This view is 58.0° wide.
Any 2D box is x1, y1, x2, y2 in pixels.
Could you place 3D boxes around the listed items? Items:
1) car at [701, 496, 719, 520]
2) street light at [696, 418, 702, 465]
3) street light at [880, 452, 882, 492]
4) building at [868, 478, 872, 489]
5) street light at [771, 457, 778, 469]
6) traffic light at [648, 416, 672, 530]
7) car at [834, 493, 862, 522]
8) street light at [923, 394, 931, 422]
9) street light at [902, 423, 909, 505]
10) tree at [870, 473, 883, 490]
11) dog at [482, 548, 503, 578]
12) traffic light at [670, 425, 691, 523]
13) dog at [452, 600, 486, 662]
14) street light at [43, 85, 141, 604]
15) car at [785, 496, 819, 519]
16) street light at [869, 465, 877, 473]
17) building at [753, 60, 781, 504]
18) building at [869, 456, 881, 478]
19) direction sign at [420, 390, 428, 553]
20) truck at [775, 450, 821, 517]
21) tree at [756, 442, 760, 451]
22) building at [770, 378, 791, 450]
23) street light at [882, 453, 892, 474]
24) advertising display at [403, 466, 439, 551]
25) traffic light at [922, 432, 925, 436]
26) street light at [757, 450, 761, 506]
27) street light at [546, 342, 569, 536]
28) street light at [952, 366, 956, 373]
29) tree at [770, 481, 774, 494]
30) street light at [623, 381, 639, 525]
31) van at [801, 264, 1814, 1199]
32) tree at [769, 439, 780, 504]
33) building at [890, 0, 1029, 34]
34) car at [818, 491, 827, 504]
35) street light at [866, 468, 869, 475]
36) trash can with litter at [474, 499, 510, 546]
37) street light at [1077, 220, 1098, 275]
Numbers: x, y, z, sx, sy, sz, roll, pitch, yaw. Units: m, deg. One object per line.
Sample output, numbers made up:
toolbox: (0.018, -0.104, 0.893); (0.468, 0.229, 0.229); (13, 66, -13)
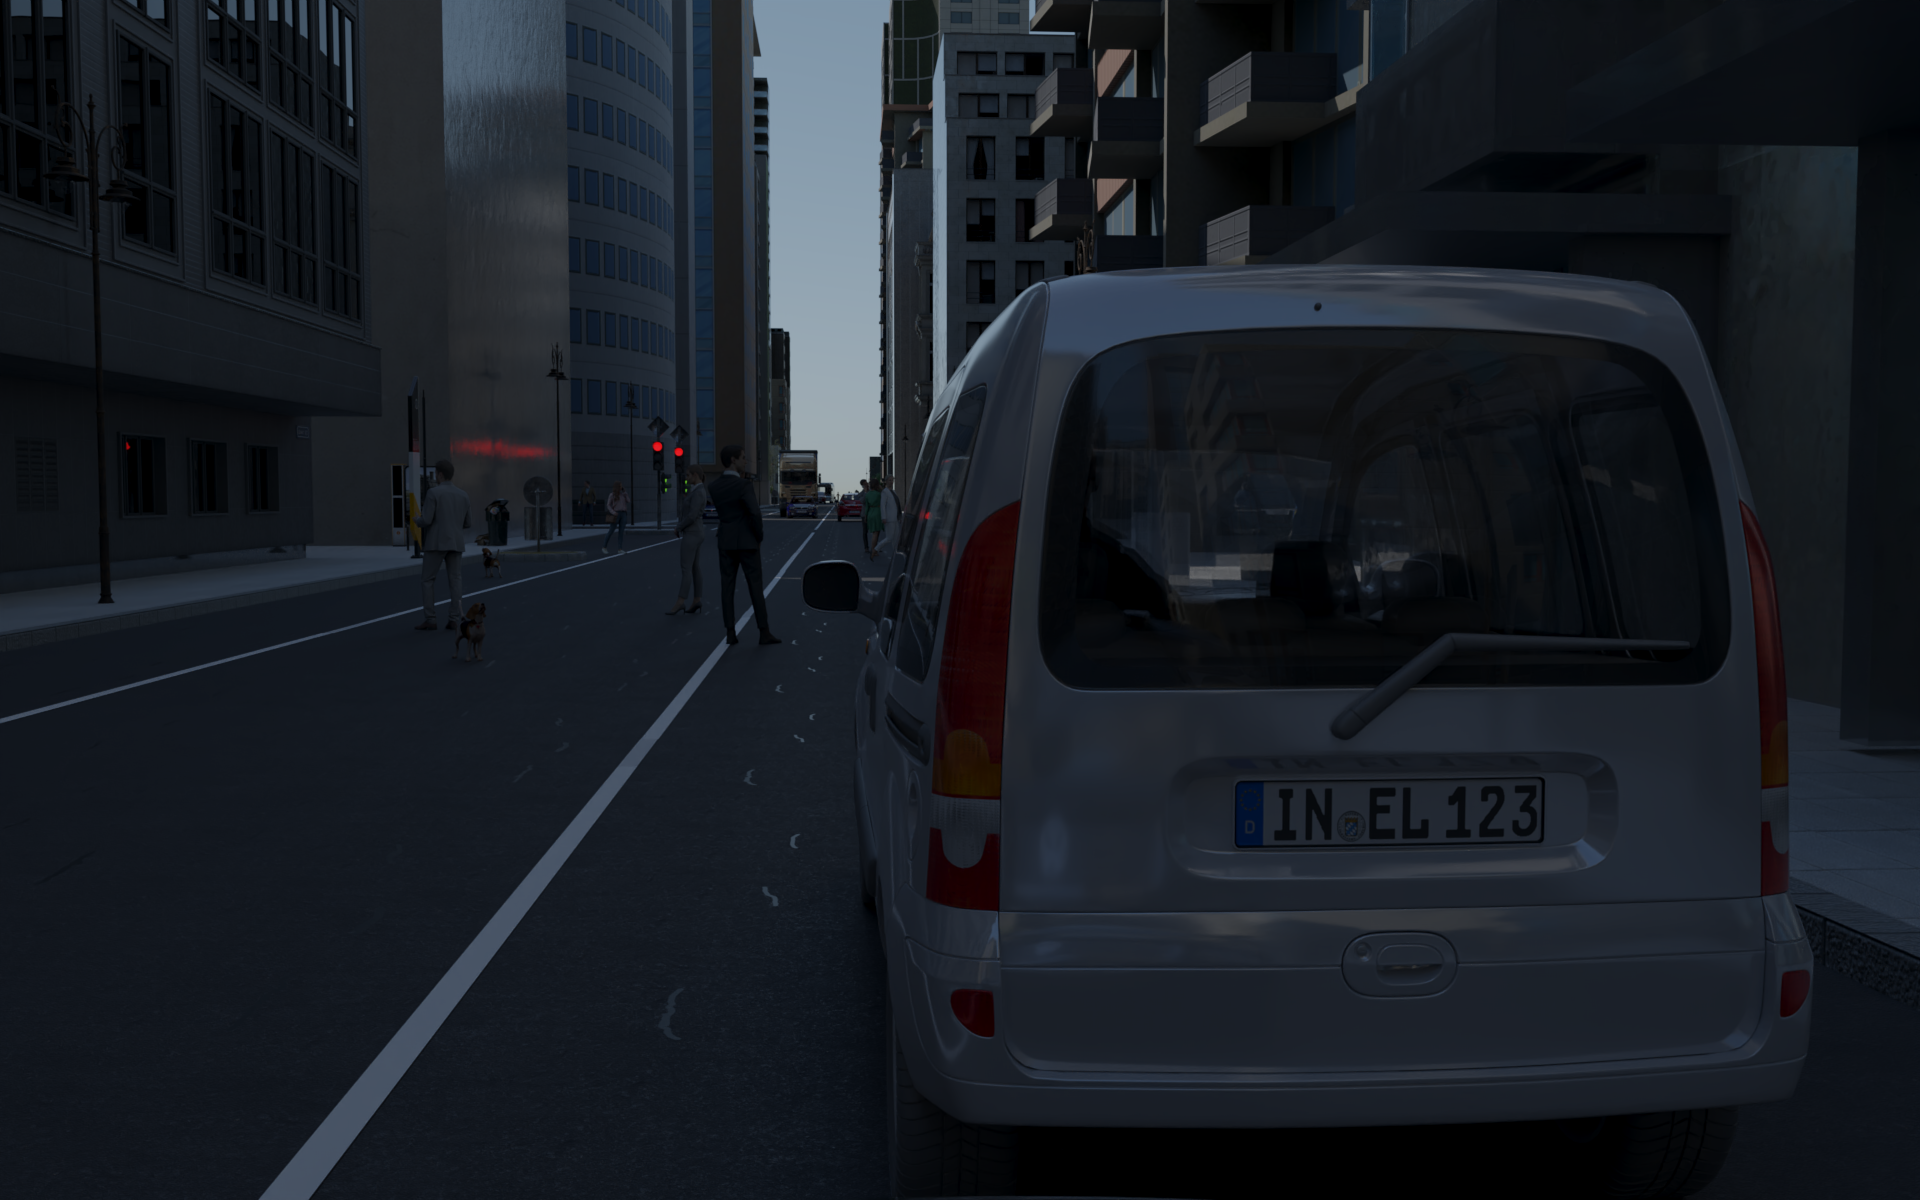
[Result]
car: (-12.199, -4.476, 85.755); (1.945, 1.354, 3.894); (0, 4, -5)
street light: (-15.628, -7.998, 103.554); (0.468, 5.910, 1.993); (0, 4, -4)
street light: (-8.548, -13.219, 188.913); (0.468, 5.910, 1.993); (0, 4, -4)
building: (-3.671, -50.462, 263.311); (20.563, 71.187, 20.611); (0, 4, -4)
street light: (-22.900, -14.637, 212.100); (0.468, 5.910, 1.993); (0, 4, -4)
traffic light: (-10.809, -4.484, 62.242); (0.839, 4.253, 0.868); (0, 4, -4)
car: (-5.602, -5.058, 91.737); (2.155, 1.783, 4.494); (0, 4, -4)
street light: (-1.464, -6.580, 80.368); (0.468, 5.910, 1.993); (0, 4, -4)
street light: (-3.566, -8.574, 112.968); (0.468, 5.910, 1.993); (0, 4, -4)
tree: (-10.373, -15.158, 231.554); (4.285, 4.588, 4.351); (0, 3, 0)
dog: (-8.049, -0.639, 29.729); (0.540, 0.507, 0.406); (1, 4, 15)
traffic light: (-11.343, -4.972, 70.209); (0.839, 4.253, 0.868); (0, 4, -4)
dog: (-4.228, 0.263, 14.985); (0.540, 0.507, 0.406); (1, 4, 20)
street light: (-10.033, -2.898, 20.171); (0.468, 5.910, 1.993); (0, 4, -4)
car: (-9.216, -5.431, 101.374); (1.945, 1.354, 3.894); (0, 4, -3)
street light: (-12.035, -16.325, 239.708); (0.468, 5.910, 1.993); (0, 4, -4)
building: (-36.194, -56.797, 241.300); (22.319, 86.520, 31.000); (0, 4, -4)
building: (-3.931, -59.692, 288.640); (22.319, 86.520, 31.000); (0, 4, -4)
direction sign: (-11.748, -2.815, 38.026); (0.379, 3.537, 0.876); (-1, 4, -17)
truck: (-10.425, -7.528, 111.998); (2.839, 4.237, 11.283); (0, 4, -5)
tree: (-18.512, -11.895, 128.902); (7.601, 10.594, 8.767); (-2, 4, -27)
building: (-41.032, -26.223, 273.782); (27.650, 21.520, 28.899); (0, 4, -4)
street light: (-6.534, -11.224, 156.307); (0.468, 5.910, 1.993); (0, 4, -4)
advertising display: (-12.141, -2.091, 39.408); (0.974, 1.923, 0.123); (-2, 4, -27)
traffic light: (-1.206, -5.014, 70.902); (0.839, 4.253, 0.868); (0, 4, -4)
street light: (-20.780, -12.643, 179.502); (0.468, 5.910, 1.993); (0, 4, -4)
street light: (-12.234, -4.891, 52.764); (0.468, 5.910, 1.993); (0, 4, -4)
street light: (-0.203, -5.493, 62.602); (0.468, 5.910, 1.993); (0, 4, -4)
tree: (-23.734, -13.499, 215.312); (1.663, 3.219, 1.824); (0, 3, 0)
street light: (-13.419, -5.994, 70.790); (0.468, 5.910, 1.993); (0, 4, -4)
van: (0.561, 0.134, 4.829); (2.013, 2.044, 4.112); (0, 4, -5)
tree: (-24.244, -16.454, 219.389); (4.360, 8.622, 3.978); (0, 3, 0)
building: (-1.599, -49.210, 242.831); (20.563, 71.187, 20.611); (0, 4, -4)
car: (-20.374, -14.770, 250.169); (2.281, 1.827, 5.304); (0, 4, -5)
street light: (-14.171, -18.320, 272.318); (0.468, 5.910, 1.993); (0, 4, -4)
trash can with litter: (-11.637, -1.926, 42.882); (1.055, 1.170, 0.624); (3, 4, 36)
street light: (2.131, -3.468, 29.491); (0.468, 5.910, 1.993); (0, 4, -4)
